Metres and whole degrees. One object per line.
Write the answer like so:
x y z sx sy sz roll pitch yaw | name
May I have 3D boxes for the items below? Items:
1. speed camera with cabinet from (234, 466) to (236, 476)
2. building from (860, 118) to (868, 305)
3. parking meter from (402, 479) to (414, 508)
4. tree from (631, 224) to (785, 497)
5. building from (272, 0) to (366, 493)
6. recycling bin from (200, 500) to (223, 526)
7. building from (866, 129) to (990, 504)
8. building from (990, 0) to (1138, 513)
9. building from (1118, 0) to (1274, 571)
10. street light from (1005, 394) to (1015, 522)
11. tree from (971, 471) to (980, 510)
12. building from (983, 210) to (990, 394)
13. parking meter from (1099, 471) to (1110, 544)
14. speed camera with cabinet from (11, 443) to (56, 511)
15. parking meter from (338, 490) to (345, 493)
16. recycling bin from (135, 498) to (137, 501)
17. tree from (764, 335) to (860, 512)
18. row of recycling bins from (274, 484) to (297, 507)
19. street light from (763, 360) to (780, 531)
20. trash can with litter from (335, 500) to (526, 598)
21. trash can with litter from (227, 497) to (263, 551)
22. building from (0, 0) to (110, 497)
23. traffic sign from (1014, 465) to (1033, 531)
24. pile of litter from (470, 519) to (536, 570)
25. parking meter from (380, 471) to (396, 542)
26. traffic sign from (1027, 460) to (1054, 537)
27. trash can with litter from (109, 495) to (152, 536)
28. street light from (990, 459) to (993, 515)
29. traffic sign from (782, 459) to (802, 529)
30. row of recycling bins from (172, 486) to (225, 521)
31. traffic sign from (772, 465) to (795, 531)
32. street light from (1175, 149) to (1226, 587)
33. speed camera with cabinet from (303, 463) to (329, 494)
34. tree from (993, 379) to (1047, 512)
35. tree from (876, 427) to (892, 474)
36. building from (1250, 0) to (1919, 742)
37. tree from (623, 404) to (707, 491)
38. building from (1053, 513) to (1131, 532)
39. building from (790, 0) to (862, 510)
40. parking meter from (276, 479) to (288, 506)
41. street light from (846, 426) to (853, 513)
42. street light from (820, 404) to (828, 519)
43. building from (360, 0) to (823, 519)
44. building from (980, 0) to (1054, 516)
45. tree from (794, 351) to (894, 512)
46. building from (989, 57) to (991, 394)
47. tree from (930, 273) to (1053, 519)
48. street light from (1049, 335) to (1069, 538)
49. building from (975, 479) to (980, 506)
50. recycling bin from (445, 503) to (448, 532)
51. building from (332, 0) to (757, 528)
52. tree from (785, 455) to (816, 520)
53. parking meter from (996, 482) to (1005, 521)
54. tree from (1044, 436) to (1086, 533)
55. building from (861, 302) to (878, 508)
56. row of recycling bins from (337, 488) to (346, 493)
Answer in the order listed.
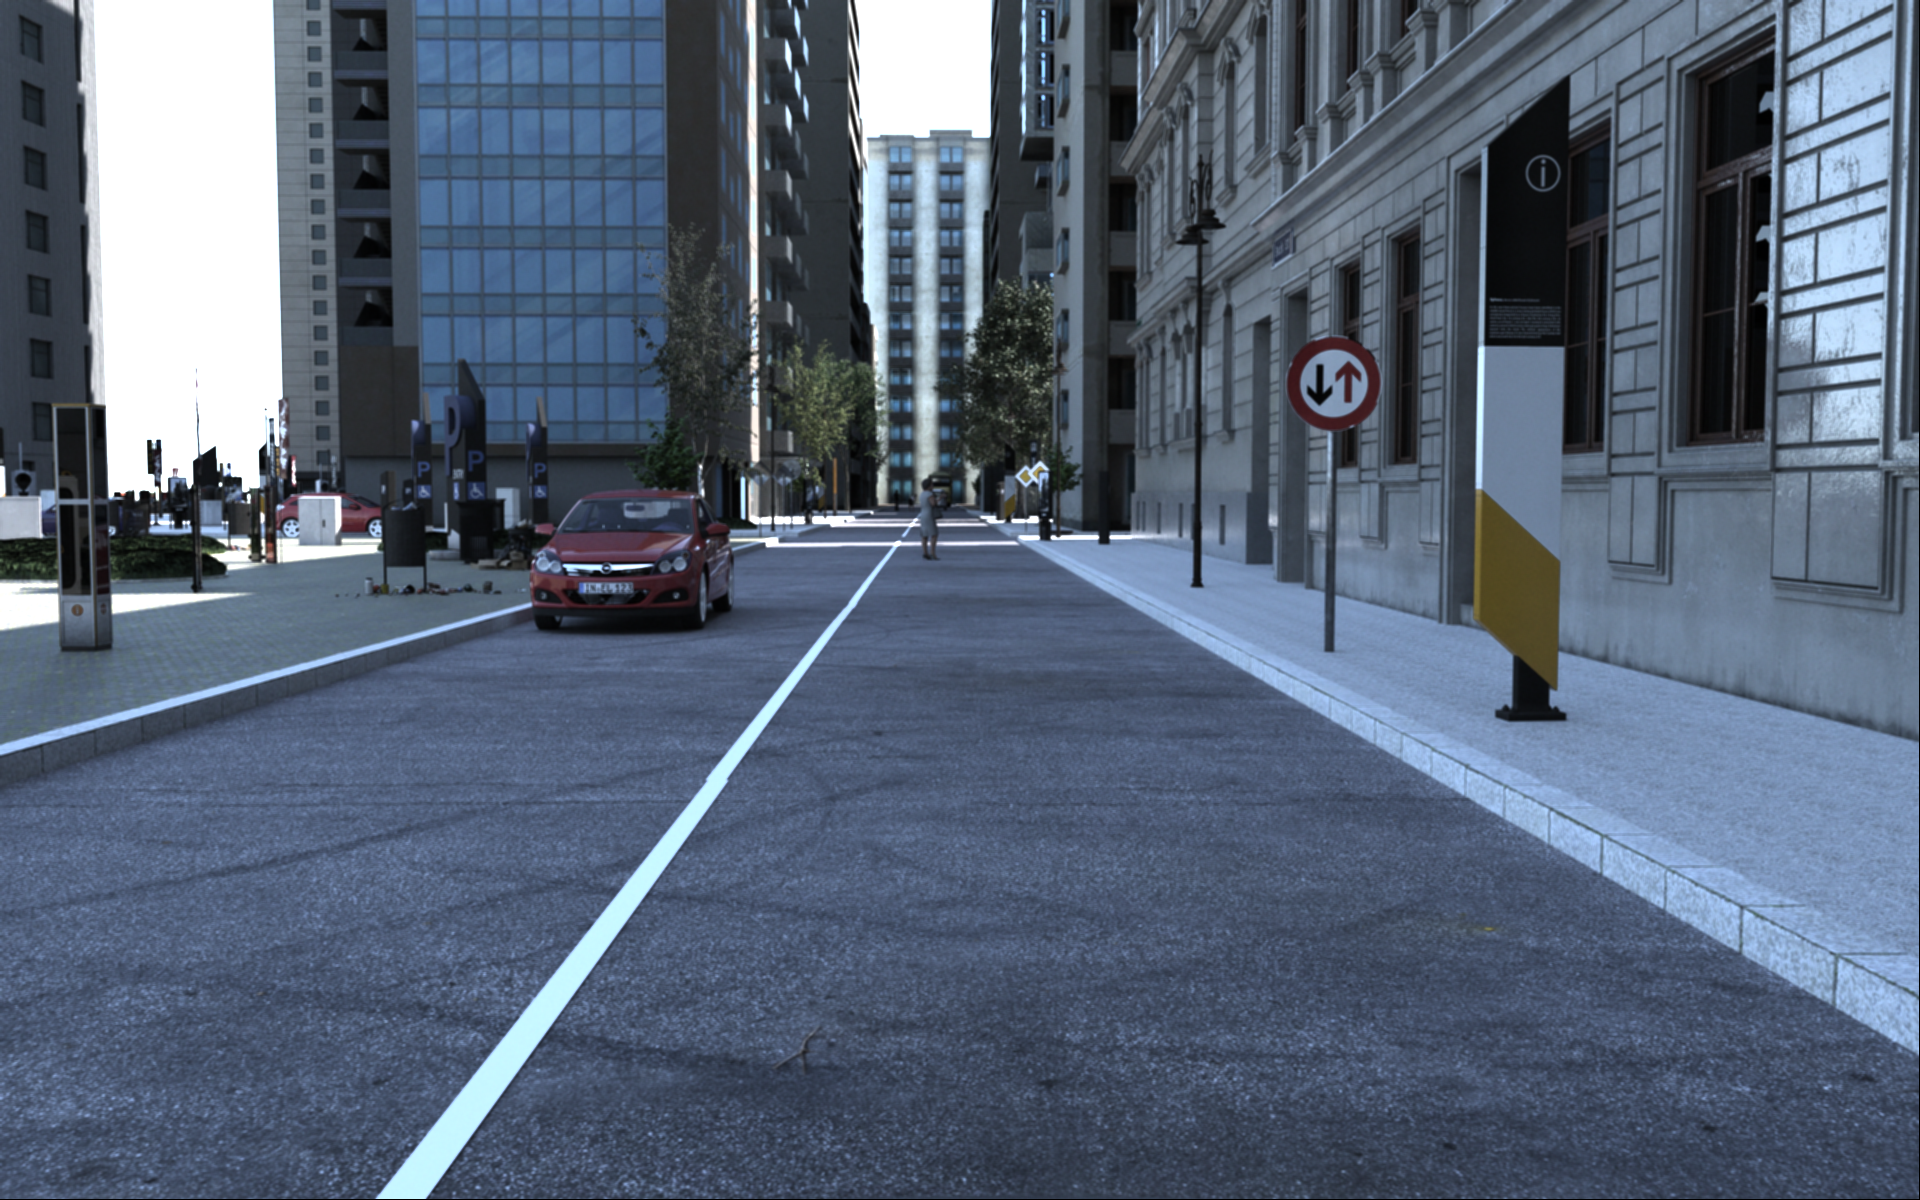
-51.806 -7.811 122.048 2.038 3.252 0.660 0 4 -4 | speed camera with cabinet
-18.119 -33.765 202.160 14.200 45.320 14.600 0 4 -1 | building
-20.286 -3.547 63.708 0.399 1.863 0.255 -1 4 -10 | parking meter
-6.987 -5.914 47.062 4.360 8.622 3.978 0 3 0 | tree
-63.682 -46.418 197.183 20.611 71.187 20.563 0 4 -1 | building
-30.239 -3.504 69.847 0.722 1.027 0.722 -3 5 -44 | recycling bin
-1.307 -37.328 229.921 30.456 49.044 23.786 0 4 -1 | building
13.521 -31.897 145.215 21.300 48.544 21.600 0 4 -1 | building
11.323 -15.346 38.301 14.401 28.519 23.554 0 4 -1 | building
2.337 -6.575 80.291 0.468 5.910 1.993 0 4 -1 | street light
1.605 -9.073 142.936 1.663 3.219 1.824 0 3 0 | tree
9.286 -24.871 178.347 14.160 30.474 14.107 0 4 -1 | building
3.696 -2.362 44.336 0.255 1.863 0.399 1 4 11 | parking meter
-35.365 -4.427 66.725 2.038 3.252 0.660 0 4 -1 | speed camera with cabinet
-35.299 -5.535 98.905 0.372 1.533 0.369 0 3 0 | parking meter
-54.067 -6.123 112.658 0.722 1.027 0.722 2 4 26 | recycling bin
-6.944 -7.981 80.846 4.737 8.622 4.395 0 3 0 | tree
-28.038 -3.957 71.815 1.069 1.692 3.534 -1 4 -17 | row of recycling bins
-6.481 -5.324 59.842 0.468 5.910 1.993 0 4 -1 | street light
-6.781 -0.690 22.337 2.233 1.210 1.678 0 4 -7 | trash can with litter
-16.881 -1.743 39.557 2.233 1.210 1.678 -3 5 -41 | trash can with litter
-43.721 -18.093 67.527 14.107 30.474 14.160 0 4 -1 | building
2.263 -3.411 59.409 0.795 2.450 0.064 0 4 -1 | traffic sign
-7.688 -0.957 29.607 1.176 0.858 1.719 -2 4 -35 | pile of litter
-14.341 -2.309 43.459 0.255 1.863 0.399 -3 5 -44 | parking meter
2.376 -2.922 51.425 0.795 2.450 0.064 0 4 -1 | traffic sign
-24.198 -2.390 50.126 2.233 1.210 1.678 -1 4 -21 | trash can with litter
1.975 -8.211 107.031 0.468 5.910 1.993 0 4 -1 | street light
-6.194 -3.885 63.621 0.768 2.556 0.104 0 4 3 | traffic sign
-36.928 -4.728 84.420 3.534 1.692 1.069 1 4 20 | row of recycling bins
-6.031 -3.405 59.312 0.795 2.450 0.064 0 4 -1 | traffic sign
3.271 -3.115 23.718 0.468 5.910 1.993 0 4 -1 | street light
-41.614 -7.159 111.385 0.660 3.252 2.038 3 5 40 | speed camera with cabinet
3.010 -9.087 98.929 4.360 8.622 3.978 0 3 0 | tree
-9.396 -14.582 188.781 4.360 8.622 3.978 0 3 0 | tree
9.806 -10.980 15.682 11.583 22.565 21.152 0 4 -1 | building
-6.237 -2.618 37.402 1.663 3.219 1.824 0 3 0 | tree
14.518 -27.200 68.424 21.600 48.544 21.300 0 4 -1 | building
-19.384 -31.851 144.470 21.300 48.544 21.600 0 4 -1 | building
-26.244 -3.753 67.071 0.399 1.863 0.255 0 4 1 | parking meter
-7.302 -8.725 115.446 0.468 5.910 1.993 0 4 -1 | street light
-6.863 -7.047 88.004 0.468 5.910 1.993 0 4 -1 | street light
-20.489 -29.390 100.136 23.786 49.044 30.456 0 4 -1 | building
12.898 -49.038 114.443 22.319 86.520 31.000 0 4 -1 | building
-8.361 -12.260 126.200 9.928 11.665 9.643 0 3 0 | tree
9.745 -29.333 163.196 14.154 41.232 14.086 0 4 -1 | building
3.249 -10.575 89.912 9.611 12.733 9.660 0 3 0 | tree
2.874 -4.750 50.458 0.468 5.910 1.993 0 4 -1 | street light
17.958 -30.906 197.189 32.217 40.220 23.993 0 4 -1 | building
-14.147 -2.221 48.861 0.722 1.027 0.722 -1 4 -16 | recycling bin
-15.891 -25.684 70.040 14.600 45.320 14.200 0 4 -1 | building
-7.840 -5.537 85.135 1.663 3.219 1.824 0 3 0 | tree
1.921 -4.699 82.540 0.255 1.863 0.399 3 5 41 | parking meter
3.307 -3.877 57.985 1.663 3.219 1.824 0 3 0 | tree
-22.434 -19.916 170.658 27.650 21.520 28.899 0 4 -1 | building
-39.374 -6.361 111.122 1.069 1.692 3.534 -1 4 -11 | row of recycling bins
